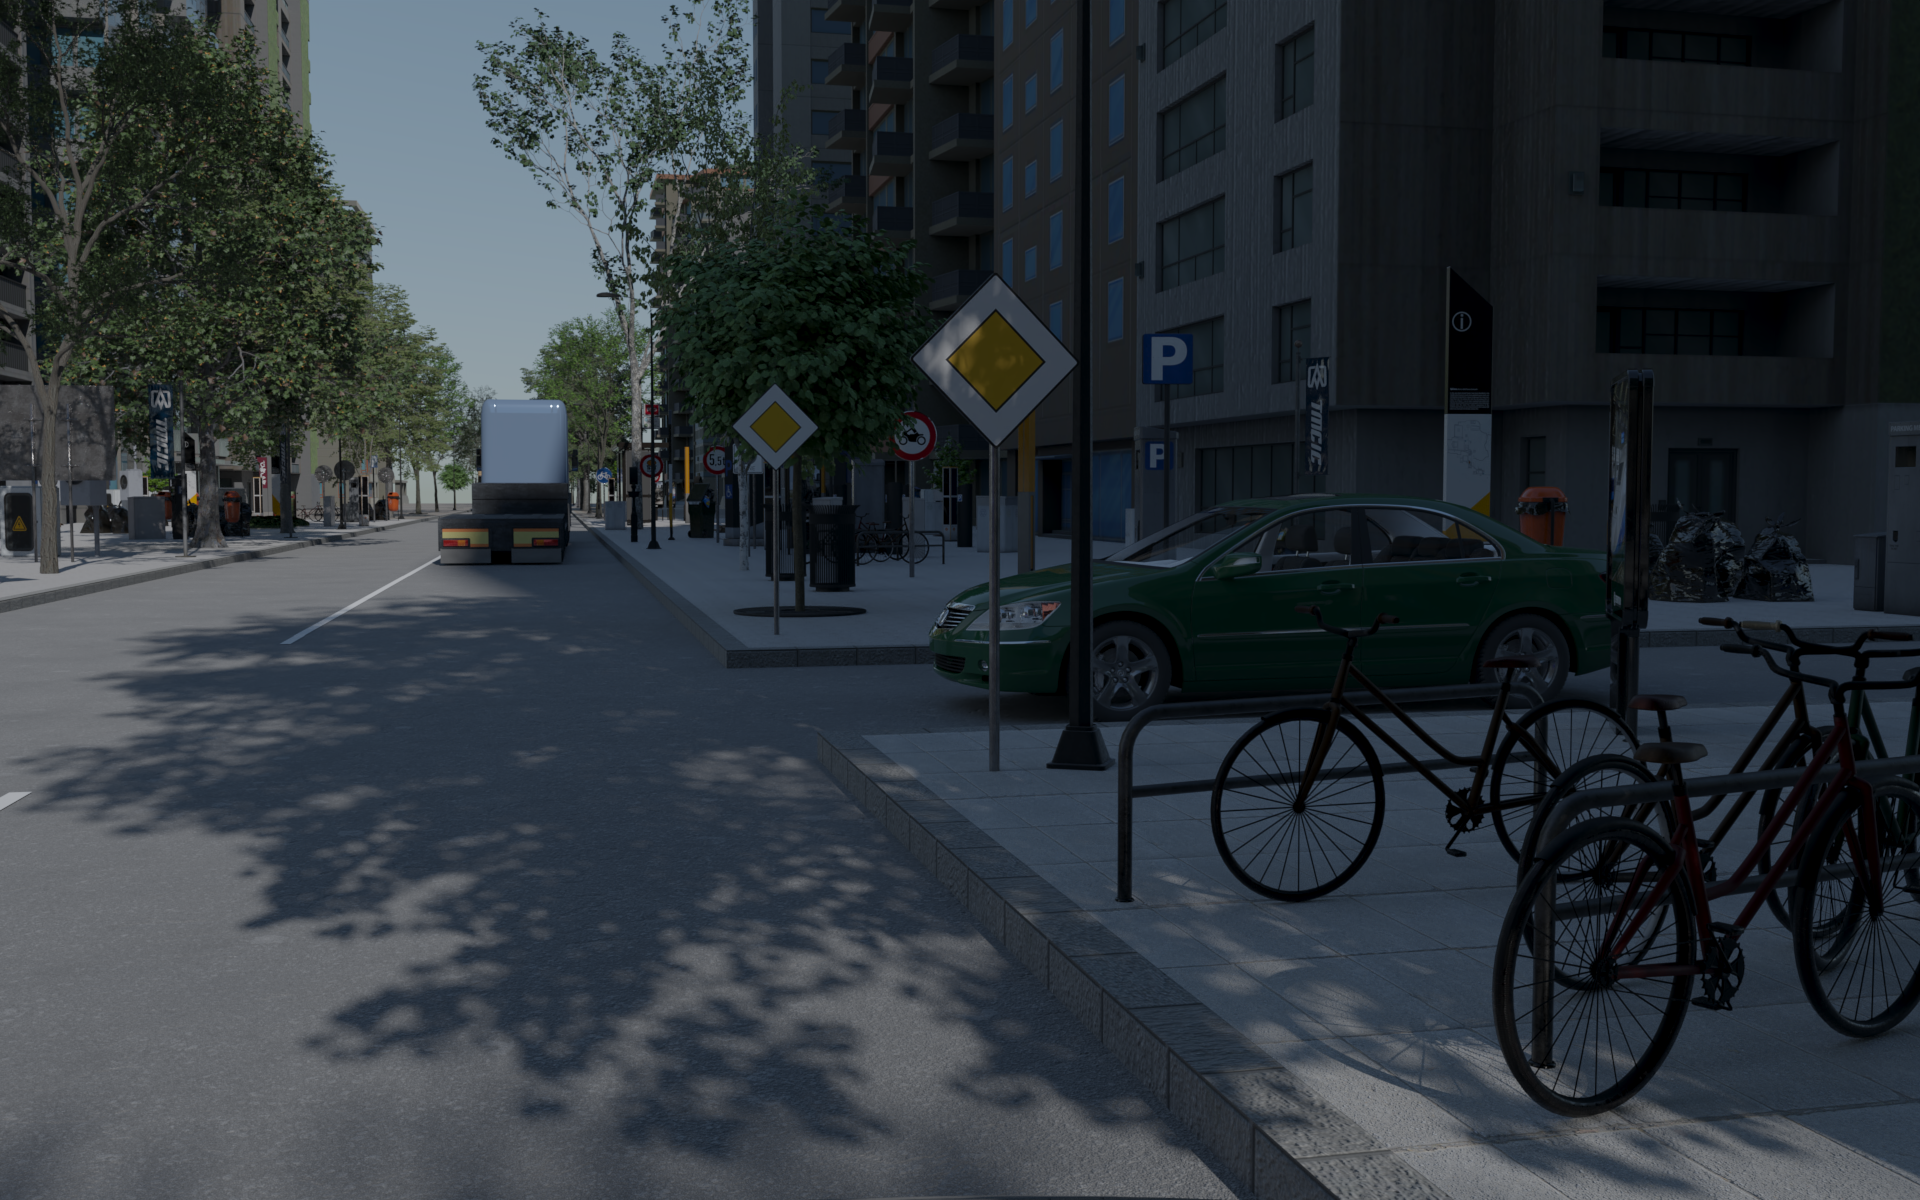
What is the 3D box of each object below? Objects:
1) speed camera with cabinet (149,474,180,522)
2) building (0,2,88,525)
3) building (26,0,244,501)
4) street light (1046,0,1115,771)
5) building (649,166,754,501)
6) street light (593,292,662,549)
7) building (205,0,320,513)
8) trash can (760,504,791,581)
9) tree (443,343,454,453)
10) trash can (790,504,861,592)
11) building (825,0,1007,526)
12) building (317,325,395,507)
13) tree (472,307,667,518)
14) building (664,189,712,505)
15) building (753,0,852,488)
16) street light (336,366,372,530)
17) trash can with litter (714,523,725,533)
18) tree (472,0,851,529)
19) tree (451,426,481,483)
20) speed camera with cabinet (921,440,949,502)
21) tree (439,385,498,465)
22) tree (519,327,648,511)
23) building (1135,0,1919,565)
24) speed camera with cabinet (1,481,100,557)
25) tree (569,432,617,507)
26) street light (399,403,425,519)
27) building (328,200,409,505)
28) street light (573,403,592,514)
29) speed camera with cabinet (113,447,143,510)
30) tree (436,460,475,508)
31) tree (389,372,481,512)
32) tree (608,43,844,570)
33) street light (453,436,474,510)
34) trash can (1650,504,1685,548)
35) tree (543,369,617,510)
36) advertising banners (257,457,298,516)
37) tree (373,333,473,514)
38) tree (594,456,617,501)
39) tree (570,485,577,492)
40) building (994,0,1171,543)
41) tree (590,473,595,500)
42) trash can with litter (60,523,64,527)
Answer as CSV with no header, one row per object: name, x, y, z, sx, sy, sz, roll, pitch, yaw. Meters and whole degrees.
speed camera with cabinet,-36.290,-5.215,79.604,2.038,3.252,0.660,1,4,18
building,-47.724,-38.569,68.849,20.563,71.187,20.611,-1,4,-13
building,-54.336,-29.128,95.844,23.786,49.044,30.456,-1,4,-13
street light,0.044,-2.162,7.888,1.470,5.913,1.316,-1,4,-13
building,-30.396,-35.474,234.620,22.147,44.769,28.867,-1,4,-13
street light,-7.673,-4.133,40.118,1.470,5.913,1.316,-1,4,-13
building,-57.819,-27.474,132.789,14.154,41.232,14.086,-1,4,-13
trash can,-2.583,-0.858,25.686,0.748,1.137,0.748,0,3,0
tree,-31.338,-10.728,93.523,7.486,12.596,7.792,0,3,0
trash can,-1.684,-0.686,22.864,0.748,1.137,0.748,0,3,0
building,5.645,-25.973,79.290,22.147,44.769,28.867,-1,4,-13
building,-77.051,-20.940,187.407,27.650,21.520,28.899,-1,4,-13
tree,-19.662,-10.335,94.740,9.928,11.665,9.643,0,3,0
building,-19.353,-31.705,210.250,32.217,40.220,23.993,-1,4,-13
building,-3.601,-35.280,118.819,21.231,58.520,28.212,-1,4,-13
street light,-21.801,-5.501,62.490,1.470,5.913,1.316,-1,4,-13
trash can with litter,-7.638,-2.820,57.493,0.624,1.170,1.055,3,4,38
tree,-10.328,-12.594,61.800,12.611,20.169,13.585,0,3,0
tree,-49.083,-13.718,174.645,4.360,8.622,3.978,0,3,0
speed camera with cabinet,-0.993,-3.999,59.727,2.038,3.252,0.660,3,5,42
tree,-53.484,-17.287,193.018,12.009,13.543,11.850,0,3,0
tree,-28.090,-13.628,129.479,9.857,13.997,8.962,0,3,0
building,12.501,-16.169,36.057,14.107,30.474,14.160,-1,4,-13
speed camera with cabinet,-18.432,-2.497,35.157,2.038,3.252,0.660,1,4,9
tree,-38.148,-15.668,173.175,9.611,12.733,9.660,0,3,0
street light,-27.909,-7.069,88.125,1.470,5.913,1.316,-1,4,-13
building,-85.325,-31.827,212.244,32.217,40.220,23.993,-1,4,-13
street light,-19.083,-7.107,88.742,1.470,5.913,1.316,-1,4,-13
speed camera with cabinet,-31.458,-4.321,64.991,2.038,3.252,0.660,3,4,37
tree,-46.060,-10.644,157.745,4.285,4.588,4.351,0,3,0
tree,-37.630,-11.620,124.393,8.767,10.594,7.601,-1,4,-17
tree,-3.639,-4.789,28.668,4.737,8.622,4.395,0,3,0
street light,-39.414,-10.047,136.803,1.470,5.913,1.316,-1,4,-13
trash can,10.096,-0.823,25.113,0.748,1.137,0.748,0,3,0
tree,-31.465,-13.692,141.990,7.486,12.596,7.792,0,3,0
advertising banners,-32.470,-5.274,82.413,0.090,3.025,2.074,3,4,37
tree,-34.998,-11.331,111.022,9.928,11.665,9.643,0,3,0
tree,-17.157,-5.636,86.748,1.663,3.219,1.824,0,3,0
tree,-40.975,-14.525,187.848,4.360,8.622,3.978,0,3,0
building,9.439,-24.451,49.881,14.600,45.320,14.200,-1,4,-13
tree,-32.739,-9.779,154.488,1.663,3.219,1.824,0,3,0
trash can with litter,-35.185,-3.384,66.718,0.624,1.170,1.055,2,4,33
